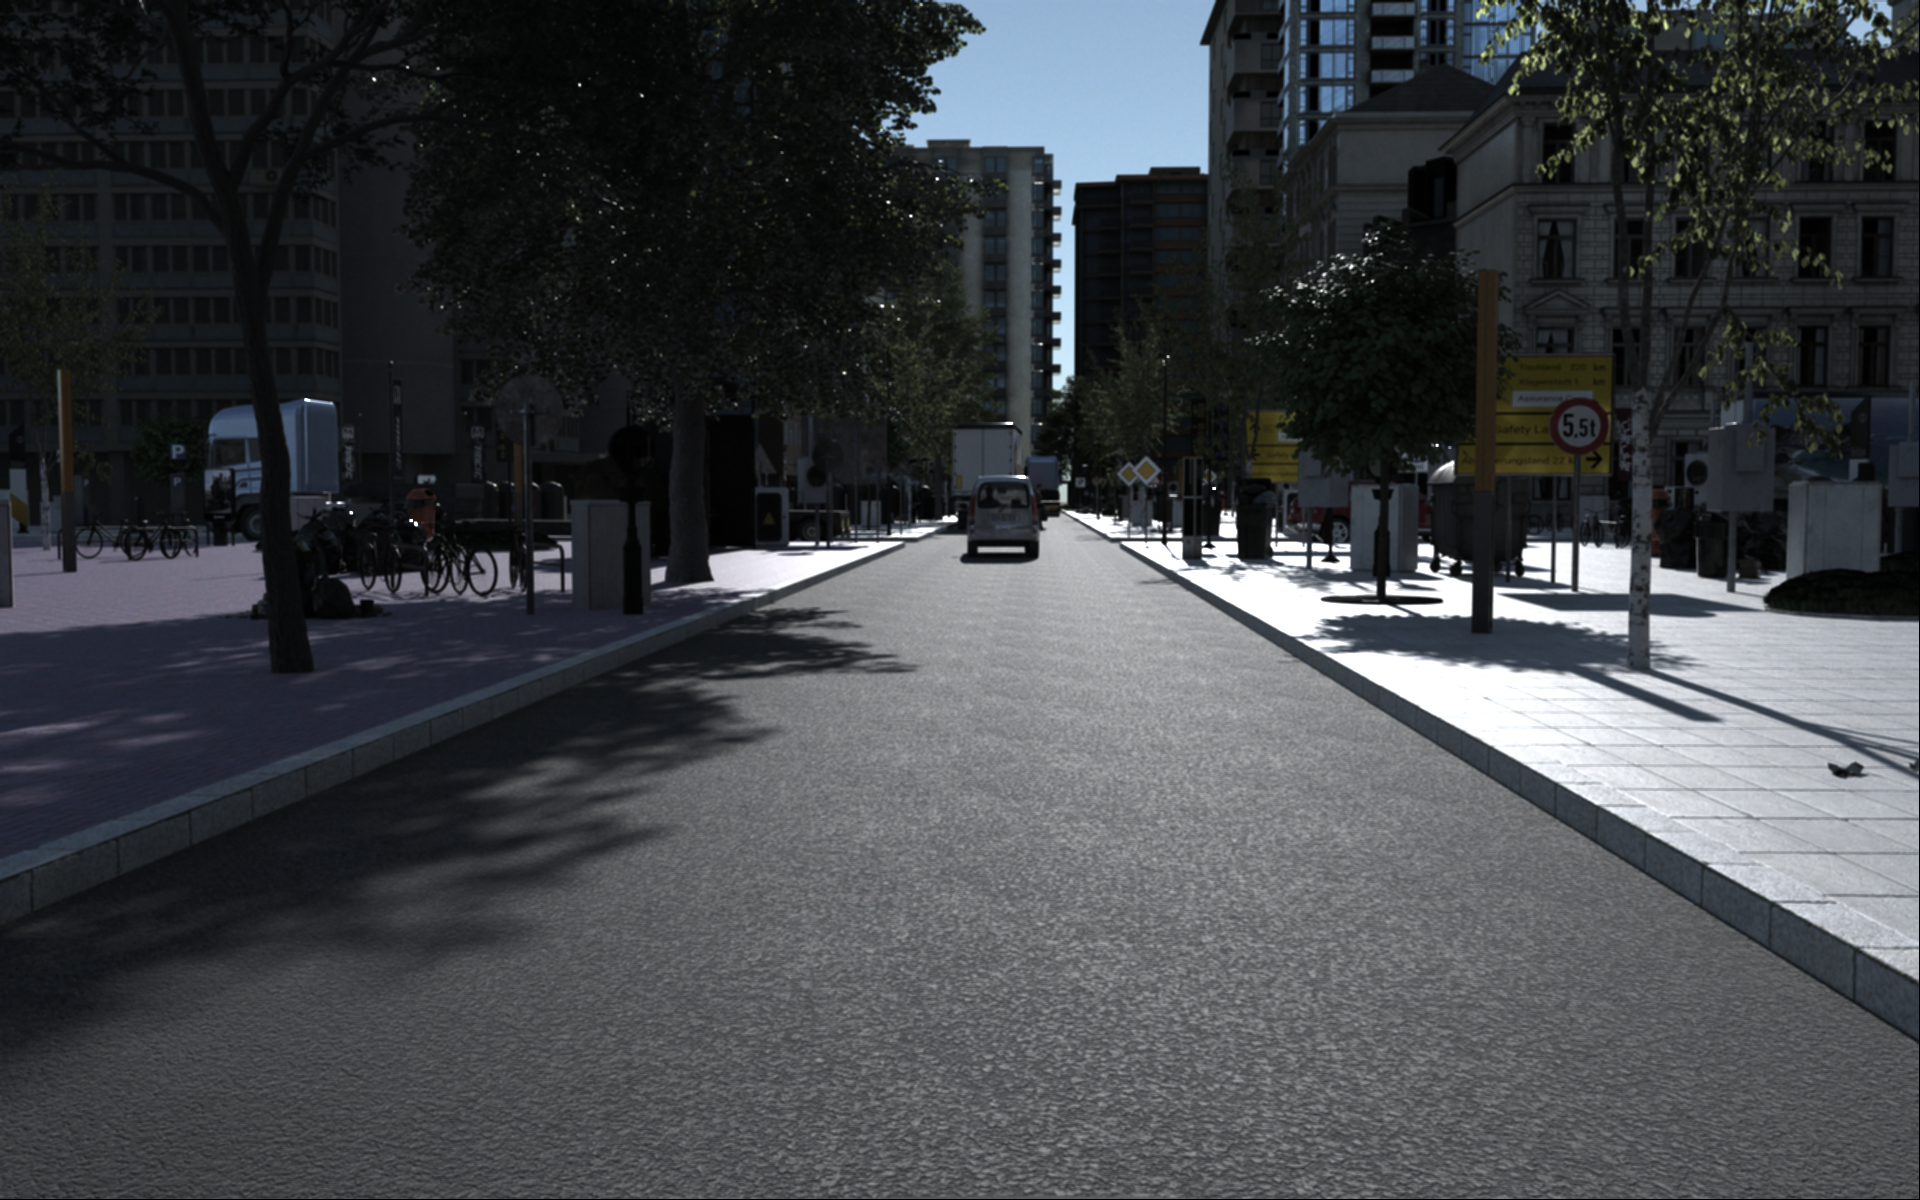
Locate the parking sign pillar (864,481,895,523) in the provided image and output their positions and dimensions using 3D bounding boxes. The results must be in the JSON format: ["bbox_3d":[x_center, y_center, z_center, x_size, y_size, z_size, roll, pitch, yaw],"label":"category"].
[{"bbox_3d":[-3.591,-5.346,75.873,1.447,3.967,1.447,1,4,14],"label":"parking sign pillar"}]

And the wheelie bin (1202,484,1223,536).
[{"bbox_3d":[7.725,-2.805,53.769,0.693,1.594,0.980,-2,4,-24],"label":"wheelie bin"}]

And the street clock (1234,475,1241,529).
[{"bbox_3d":[10.336,-3.649,64.233,0.358,2.002,0.471,0,4,3],"label":"street clock"}]

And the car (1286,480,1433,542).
[{"bbox_3d":[11.660,-2.380,47.590,5.304,1.827,2.281,0,4,0],"label":"car"}]

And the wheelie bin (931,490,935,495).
[{"bbox_3d":[-2.035,-6.849,119.890,0.693,1.594,0.980,-1,4,-12],"label":"wheelie bin"}]

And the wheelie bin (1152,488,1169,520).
[{"bbox_3d":[9.896,-4.730,85.238,0.693,1.594,0.980,2,4,35],"label":"wheelie bin"}]

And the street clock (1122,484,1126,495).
[{"bbox_3d":[10.516,-6.417,109.481,0.471,2.002,0.358,-1,4,-20],"label":"street clock"}]

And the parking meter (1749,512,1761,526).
[{"bbox_3d":[19.030,-2.012,41.300,0.372,1.533,0.369,0,3,0],"label":"parking meter"}]

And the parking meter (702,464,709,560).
[{"bbox_3d":[-5.126,-1.720,33.829,0.399,1.863,0.255,2,4,29],"label":"parking meter"}]

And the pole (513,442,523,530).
[{"bbox_3d":[-10.524,-2.900,41.255,0.158,3.312,0.155,0,3,0],"label":"pole"}]

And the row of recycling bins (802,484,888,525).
[{"bbox_3d":[-4.758,-4.043,73.213,3.534,1.692,1.069,0,4,2],"label":"row of recycling bins"}]

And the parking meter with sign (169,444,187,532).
[{"bbox_3d":[-26.890,-3.868,59.505,0.543,3.016,1.738,-1,4,-21],"label":"parking meter with sign"}]

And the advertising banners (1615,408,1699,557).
[{"bbox_3d":[14.244,-2.403,35.475,2.074,3.025,0.090,-1,4,-17],"label":"advertising banners"}]

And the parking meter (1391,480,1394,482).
[{"bbox_3d":[15.135,-3.395,61.220,0.399,1.863,0.255,2,4,34],"label":"parking meter"}]

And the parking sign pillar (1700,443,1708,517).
[{"bbox_3d":[27.483,-4.553,62.910,1.447,3.967,1.447,-2,4,-32],"label":"parking sign pillar"}]

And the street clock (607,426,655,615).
[{"bbox_3d":[-3.499,-0.850,18.475,0.471,2.002,0.358,-1,4,-20],"label":"street clock"}]

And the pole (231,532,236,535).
[{"bbox_3d":[-22.883,-3.707,54.456,0.158,3.312,0.155,0,3,0],"label":"pole"}]

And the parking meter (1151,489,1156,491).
[{"bbox_3d":[12.901,-6.706,115.360,0.399,1.863,0.255,0,4,-5],"label":"parking meter"}]

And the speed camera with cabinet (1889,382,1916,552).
[{"bbox_3d":[17.505,-2.211,30.481,2.038,3.252,0.660,2,4,29],"label":"speed camera with cabinet"}]

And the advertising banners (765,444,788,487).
[{"bbox_3d":[-6.337,-3.915,60.194,0.090,3.025,2.074,1,4,15],"label":"advertising banners"}]

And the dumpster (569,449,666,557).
[{"bbox_3d":[-6.637,-1.902,33.591,1.502,2.255,1.985,0,4,2],"label":"dumpster"}]

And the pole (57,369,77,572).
[{"bbox_3d":[-14.653,-2.114,28.414,0.158,3.312,0.155,0,3,0],"label":"pole"}]

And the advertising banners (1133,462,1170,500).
[{"bbox_3d":[10.417,-6.008,94.413,2.074,3.025,0.090,-1,4,-8],"label":"advertising banners"}]

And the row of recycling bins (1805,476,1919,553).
[{"bbox_3d":[20.206,-1.880,37.846,3.534,1.692,1.069,3,5,43],"label":"row of recycling bins"}]

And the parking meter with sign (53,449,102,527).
[{"bbox_3d":[-33.991,-4.316,66.819,1.738,3.016,0.543,1,4,13],"label":"parking meter with sign"}]

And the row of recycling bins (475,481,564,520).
[{"bbox_3d":[-14.709,-3.086,57.573,1.069,1.692,3.534,3,4,37],"label":"row of recycling bins"}]

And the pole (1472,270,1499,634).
[{"bbox_3d":[4.828,-1.350,15.917,0.158,3.312,0.155,0,3,0],"label":"pole"}]

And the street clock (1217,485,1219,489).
[{"bbox_3d":[18.022,-7.156,121.575,0.358,2.002,0.471,0,4,-2],"label":"street clock"}]

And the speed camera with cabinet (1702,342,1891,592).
[{"bbox_3d":[10.963,-1.739,22.766,2.038,3.252,0.660,0,4,3],"label":"speed camera with cabinet"}]

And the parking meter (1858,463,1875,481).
[{"bbox_3d":[17.005,-1.641,32.537,0.255,1.863,0.399,2,4,33],"label":"parking meter"}]

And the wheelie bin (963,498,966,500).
[{"bbox_3d":[0.468,-7.145,124.736,0.693,1.594,0.980,0,4,5],"label":"wheelie bin"}]

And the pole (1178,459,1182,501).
[{"bbox_3d":[12.776,-6.521,100.454,0.158,3.312,0.155,0,3,0],"label":"pole"}]

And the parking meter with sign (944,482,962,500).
[{"bbox_3d":[-0.681,-7.017,110.989,1.738,3.016,0.543,1,4,13],"label":"parking meter with sign"}]

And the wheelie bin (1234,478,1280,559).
[{"bbox_3d":[5.873,-1.620,34.393,0.980,1.594,0.693,2,4,25],"label":"wheelie bin"}]

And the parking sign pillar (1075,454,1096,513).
[{"bbox_3d":[8.419,-7.761,115.368,1.447,3.967,1.447,0,4,4],"label":"parking sign pillar"}]

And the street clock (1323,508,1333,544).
[{"bbox_3d":[9.443,-2.435,44.380,0.471,2.002,0.358,2,4,31],"label":"street clock"}]

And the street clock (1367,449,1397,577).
[{"bbox_3d":[6.544,-1.361,26.829,0.358,2.002,0.471,-2,4,-32],"label":"street clock"}]

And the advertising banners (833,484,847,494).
[{"bbox_3d":[-6.352,-5.971,93.807,0.090,3.025,2.074,2,4,32],"label":"advertising banners"}]

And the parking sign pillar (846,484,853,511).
[{"bbox_3d":[-6.935,-7.595,112.656,1.447,3.967,1.447,-2,4,-27],"label":"parking sign pillar"}]

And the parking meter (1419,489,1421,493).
[{"bbox_3d":[19.738,-4.064,74.857,0.372,1.533,0.369,0,3,0],"label":"parking meter"}]

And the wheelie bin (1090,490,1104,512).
[{"bbox_3d":[9.683,-7.007,122.471,0.980,1.594,0.693,-1,4,-9],"label":"wheelie bin"}]

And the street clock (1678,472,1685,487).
[{"bbox_3d":[24.108,-3.242,57.583,0.471,2.002,0.358,2,4,27],"label":"street clock"}]

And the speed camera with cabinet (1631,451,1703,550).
[{"bbox_3d":[15.729,-2.665,37.903,0.660,3.252,2.038,-2,4,-28],"label":"speed camera with cabinet"}]

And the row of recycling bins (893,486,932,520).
[{"bbox_3d":[-3.075,-4.943,87.923,3.534,1.692,1.069,1,4,19],"label":"row of recycling bins"}]

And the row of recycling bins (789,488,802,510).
[{"bbox_3d":[-11.167,-6.970,121.075,3.534,1.692,1.069,0,4,8],"label":"row of recycling bins"}]

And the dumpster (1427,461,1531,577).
[{"bbox_3d":[8.263,-1.336,27.597,1.264,1.857,1.865,0,4,2],"label":"dumpster"}]

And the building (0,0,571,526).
[{"bbox_3d":[-31.181,-23.659,78.699,32.217,40.220,23.993,0,4,2],"label":"building"}]
